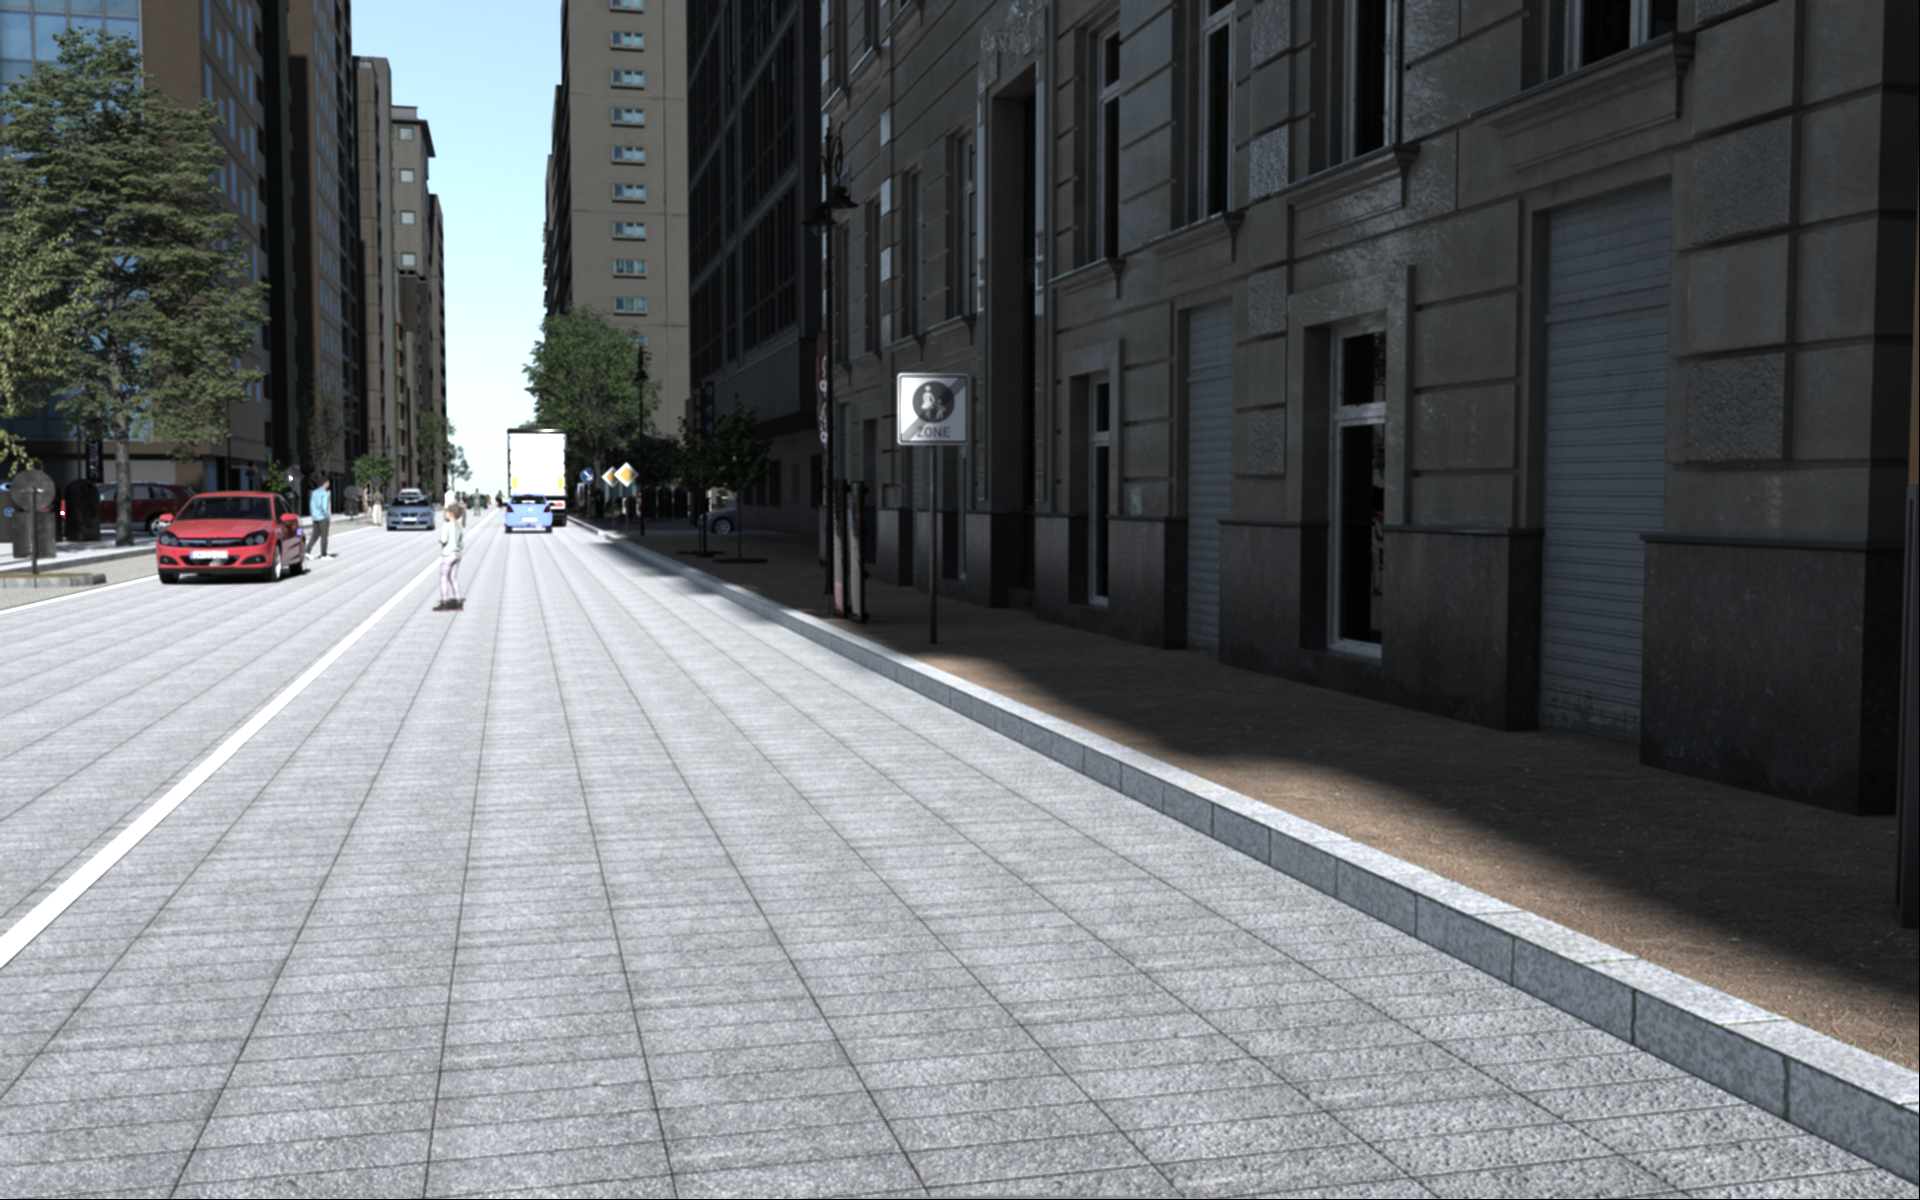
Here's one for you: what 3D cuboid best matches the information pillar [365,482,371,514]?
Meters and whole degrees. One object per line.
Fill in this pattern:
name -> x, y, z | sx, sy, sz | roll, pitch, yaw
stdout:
information pillar -> -37.470, -6.432, 109.662 | 0.304, 2.012, 0.304 | -2, 4, -28

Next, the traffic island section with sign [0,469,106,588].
traffic island section with sign -> -14.565, -1.128, 27.070 | 1.989, 1.847, 2.006 | -1, 4, -14

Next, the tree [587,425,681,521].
tree -> -14.666, -6.058, 82.755 | 4.285, 4.588, 4.351 | 0, 3, 0

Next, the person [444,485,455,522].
person -> -20.896, -3.808, 70.981 | 0.478, 1.798, 0.641 | -2, 4, -32

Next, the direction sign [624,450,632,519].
direction sign -> -17.326, -5.991, 89.944 | 0.876, 3.537, 0.379 | 2, 4, 34

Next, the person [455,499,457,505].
person -> -23.109, -4.147, 78.902 | 0.503, 1.515, 0.523 | -3, 5, -41

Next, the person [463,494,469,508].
person -> -49.386, -9.883, 173.313 | 0.697, 1.427, 0.421 | 3, 4, 39

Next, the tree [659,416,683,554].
tree -> -5.543, -2.592, 36.973 | 1.663, 3.219, 1.824 | 0, 3, 0

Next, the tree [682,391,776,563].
tree -> -4.281, -2.319, 32.510 | 1.663, 3.219, 1.824 | 0, 3, 0

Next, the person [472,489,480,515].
person -> -32.344, -6.554, 115.833 | 0.511, 1.800, 0.466 | 0, 4, -6

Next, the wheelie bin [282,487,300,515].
wheelie bin -> -30.628, -4.363, 79.243 | 0.693, 1.594, 0.980 | -3, 5, -40

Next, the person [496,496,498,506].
person -> -52.838, -11.386, 197.886 | 0.421, 1.427, 0.697 | 0, 4, 0

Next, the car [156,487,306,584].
car -> -12.231, -1.233, 29.206 | 2.155, 1.783, 4.494 | -1, 4, -13

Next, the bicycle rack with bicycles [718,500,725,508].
bicycle rack with bicycles -> -14.856, -6.144, 113.841 | 2.852, 0.926, 2.925 | 0, 4, -6

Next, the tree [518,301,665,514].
tree -> -24.090, -12.633, 113.207 | 9.857, 13.997, 8.962 | 0, 3, 0

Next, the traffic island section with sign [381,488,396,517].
traffic island section with sign -> -35.270, -6.051, 107.555 | 1.989, 1.847, 2.006 | -1, 4, -14

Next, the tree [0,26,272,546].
tree -> -21.336, -7.644, 43.114 | 7.486, 12.596, 7.792 | 0, 3, 0

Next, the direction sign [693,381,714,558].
direction sign -> -5.173, -2.631, 35.008 | 0.379, 3.537, 0.876 | -2, 4, -35

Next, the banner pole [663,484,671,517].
banner pole -> -15.547, -6.217, 91.670 | 0.401, 3.779, 0.863 | 2, 4, 25

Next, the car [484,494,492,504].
car -> -66.859, -14.271, 243.557 | 2.015, 1.641, 3.980 | -1, 4, -15

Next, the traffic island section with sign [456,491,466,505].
traffic island section with sign -> -74.889, -15.476, 261.653 | 1.989, 1.847, 2.006 | -1, 4, -14

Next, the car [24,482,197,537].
car -> -26.452, -2.793, 54.343 | 5.304, 1.827, 2.281 | -1, 4, -12

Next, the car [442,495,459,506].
car -> -58.089, -11.327, 197.194 | 2.014, 1.417, 4.499 | -1, 4, -13

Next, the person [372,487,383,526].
person -> -26.274, -4.220, 78.041 | 0.362, 1.759, 0.519 | 3, 5, 40

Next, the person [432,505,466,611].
person -> -6.276, -0.518, 21.250 | 0.394, 1.301, 0.425 | 0, 4, 3

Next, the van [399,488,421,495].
van -> -38.814, -7.048, 122.238 | 2.013, 2.044, 4.112 | -1, 4, -15

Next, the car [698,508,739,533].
car -> -6.825, -2.940, 60.079 | 4.499, 1.417, 2.014 | -1, 4, -14

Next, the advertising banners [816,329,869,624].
advertising banners -> -1.236, -1.328, 17.897 | 0.090, 3.025, 2.074 | -1, 4, -17

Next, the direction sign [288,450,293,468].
direction sign -> -34.204, -5.907, 88.570 | 0.379, 3.537, 0.876 | 0, 4, -8

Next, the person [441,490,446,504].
person -> -41.383, -7.967, 139.475 | 1.217, 1.735, 0.721 | 3, 4, 37

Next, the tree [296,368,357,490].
tree -> -37.030, -9.174, 100.363 | 4.360, 8.622, 3.978 | 0, 3, 0

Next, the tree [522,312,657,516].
tree -> -21.003, -10.640, 99.720 | 9.928, 11.665, 9.643 | 0, 3, 0

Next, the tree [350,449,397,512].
tree -> -42.627, -8.694, 125.859 | 4.285, 4.588, 4.351 | 0, 3, 0

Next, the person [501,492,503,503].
person -> -53.563, -11.787, 202.153 | 0.436, 1.711, 0.756 | -1, 4, -21

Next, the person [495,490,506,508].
person -> -46.749, -10.252, 176.129 | 1.348, 1.823, 0.705 | 2, 4, 24

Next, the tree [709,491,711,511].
tree -> -18.279, -10.786, 126.705 | 4.360, 8.622, 3.978 | 0, 3, 0

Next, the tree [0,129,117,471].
tree -> -19.126, -5.101, 33.770 | 4.737, 8.622, 4.395 | 0, 3, 0

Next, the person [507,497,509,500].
person -> -40.814, -9.143, 157.979 | 0.705, 1.826, 1.348 | 1, 4, 23

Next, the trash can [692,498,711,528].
trash can -> -9.907, -3.351, 66.436 | 0.748, 1.137, 0.748 | 0, 3, 0

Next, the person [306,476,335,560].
person -> -14.047, -1.796, 37.887 | 0.660, 1.820, 0.620 | 2, 4, 33

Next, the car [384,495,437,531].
car -> -21.889, -3.491, 69.085 | 2.014, 1.417, 4.499 | -1, 4, -15

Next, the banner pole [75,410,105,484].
banner pole -> -25.289, -3.684, 50.254 | 0.863, 3.779, 0.401 | -2, 4, -31

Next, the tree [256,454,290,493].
tree -> -30.801, -5.043, 77.047 | 1.663, 3.219, 1.824 | 0, 3, 0

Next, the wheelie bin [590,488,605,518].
wheelie bin -> -19.617, -5.253, 93.789 | 0.693, 1.594, 0.980 | -3, 4, -37

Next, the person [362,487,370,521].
person -> -29.019, -4.642, 84.736 | 0.374, 1.781, 0.599 | -3, 4, -39

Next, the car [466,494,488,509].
car -> -46.733, -9.535, 167.695 | 2.131, 1.459, 4.920 | -1, 4, -13

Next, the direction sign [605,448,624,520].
direction sign -> -17.223, -5.732, 85.721 | 0.876, 3.537, 0.379 | 2, 4, 34

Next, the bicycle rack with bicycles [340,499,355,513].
bicycle rack with bicycles -> -43.120, -6.608, 121.428 | 2.925, 0.926, 2.852 | -3, 5, -45

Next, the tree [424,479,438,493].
tree -> -60.756, -12.455, 198.243 | 1.663, 3.219, 1.824 | 0, 3, 0

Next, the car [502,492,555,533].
car -> -16.089, -3.364, 64.588 | 1.945, 1.707, 3.694 | -1, 4, -14

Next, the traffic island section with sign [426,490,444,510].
traffic island section with sign -> -47.736, -9.017, 156.061 | 1.989, 1.847, 2.006 | -1, 4, -14

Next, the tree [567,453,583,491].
tree -> -26.788, -8.485, 122.438 | 4.285, 4.588, 4.351 | 0, 3, 0

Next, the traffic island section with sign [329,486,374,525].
traffic island section with sign -> -28.476, -4.437, 81.178 | 1.989, 1.847, 2.006 | -1, 4, -14

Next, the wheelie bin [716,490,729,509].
wheelie bin -> -16.885, -7.023, 122.739 | 0.980, 1.594, 0.693 | -3, 5, -43
